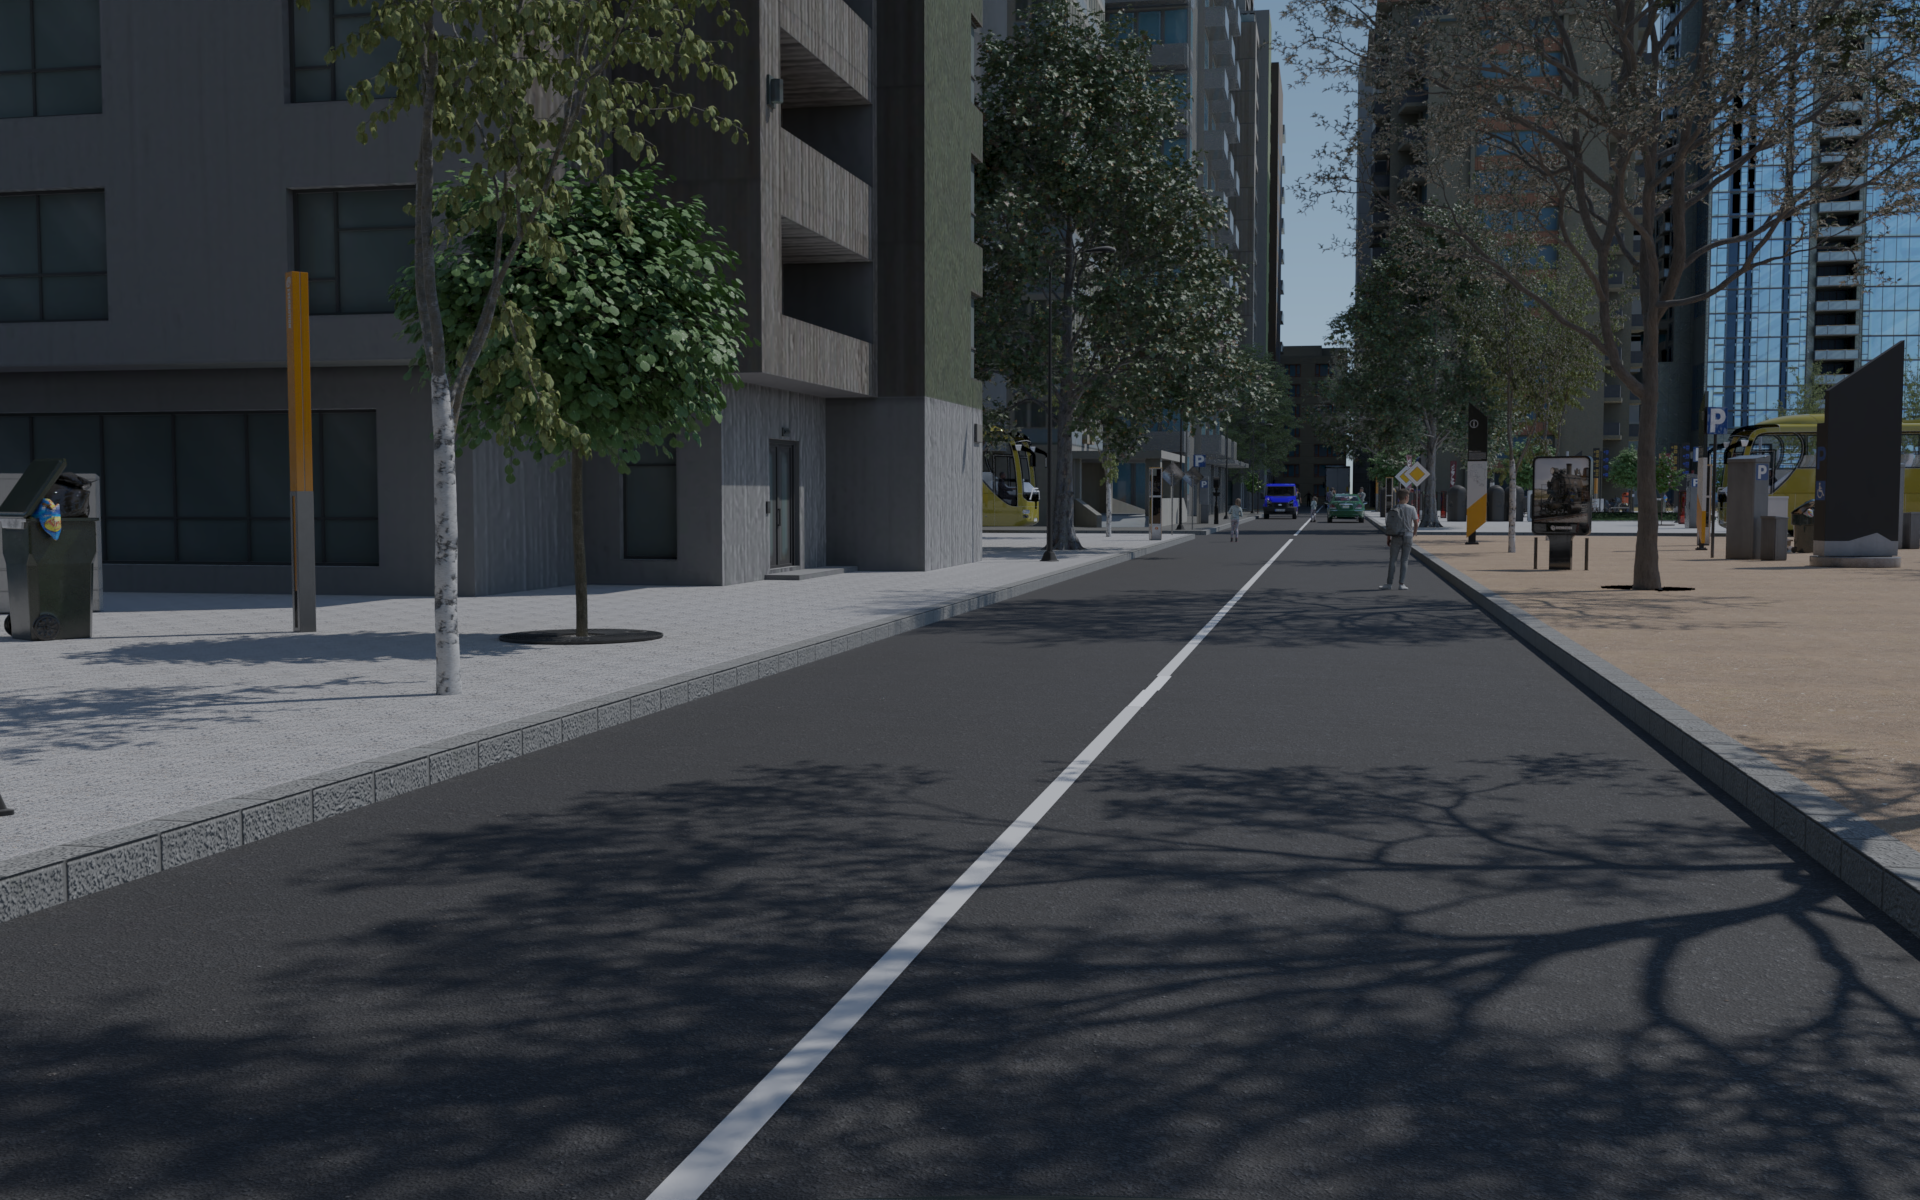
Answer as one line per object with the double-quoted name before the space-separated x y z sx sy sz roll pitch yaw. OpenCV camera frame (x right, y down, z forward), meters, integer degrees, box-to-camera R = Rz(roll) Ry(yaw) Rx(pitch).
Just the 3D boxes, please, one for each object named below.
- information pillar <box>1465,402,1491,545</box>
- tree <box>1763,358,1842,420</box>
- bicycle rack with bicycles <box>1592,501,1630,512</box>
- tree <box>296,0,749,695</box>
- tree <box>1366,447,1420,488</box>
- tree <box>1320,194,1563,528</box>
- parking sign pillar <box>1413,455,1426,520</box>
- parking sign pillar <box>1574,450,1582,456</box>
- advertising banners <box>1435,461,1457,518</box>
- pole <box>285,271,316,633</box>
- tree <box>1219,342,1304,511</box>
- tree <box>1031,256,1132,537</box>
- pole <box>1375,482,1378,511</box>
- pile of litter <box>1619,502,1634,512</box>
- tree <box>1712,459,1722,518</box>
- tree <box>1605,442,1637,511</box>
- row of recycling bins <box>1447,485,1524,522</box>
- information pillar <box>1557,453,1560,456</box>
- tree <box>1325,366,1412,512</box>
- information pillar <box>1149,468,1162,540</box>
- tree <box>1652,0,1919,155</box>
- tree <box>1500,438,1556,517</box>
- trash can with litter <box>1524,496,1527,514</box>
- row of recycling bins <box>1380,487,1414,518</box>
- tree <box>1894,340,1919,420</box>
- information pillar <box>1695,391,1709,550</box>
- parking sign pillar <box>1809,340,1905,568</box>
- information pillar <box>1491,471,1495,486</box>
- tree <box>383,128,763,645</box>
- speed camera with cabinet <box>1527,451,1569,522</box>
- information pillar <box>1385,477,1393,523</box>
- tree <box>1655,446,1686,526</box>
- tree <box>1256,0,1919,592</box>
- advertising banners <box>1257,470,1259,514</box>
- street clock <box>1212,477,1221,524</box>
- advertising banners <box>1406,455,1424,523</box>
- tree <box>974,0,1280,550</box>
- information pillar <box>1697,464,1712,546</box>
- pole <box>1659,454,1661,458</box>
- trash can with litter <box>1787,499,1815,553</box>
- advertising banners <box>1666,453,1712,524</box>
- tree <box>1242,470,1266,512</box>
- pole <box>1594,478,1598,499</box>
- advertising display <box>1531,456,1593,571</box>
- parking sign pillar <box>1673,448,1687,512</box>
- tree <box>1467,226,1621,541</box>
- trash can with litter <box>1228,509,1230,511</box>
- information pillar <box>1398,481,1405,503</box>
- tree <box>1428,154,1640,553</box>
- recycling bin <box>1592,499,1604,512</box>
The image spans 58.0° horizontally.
"information pillar" 13.100 -3.215 43.918 0.504 3.616 0.183 1 4 19
"tree" 46.083 -8.821 94.584 4.737 8.622 4.395 0 3 0
"bicycle rack with bicycles" 32.323 -4.531 87.456 2.925 0.926 2.852 -3 4 -37
"tree" -3.044 -3.701 10.878 4.737 8.622 4.395 0 3 0
"tree" 25.172 -7.077 99.429 4.285 4.588 4.351 0 3 0
"tree" 18.082 -9.130 66.288 9.611 12.733 9.660 0 3 0
"parking sign pillar" 23.544 -6.079 87.869 1.447 3.967 1.447 -3 5 -43
"parking sign pillar" 37.604 -7.235 106.762 1.447 3.967 1.447 0 4 -6
"advertising banners" 25.625 -5.846 91.775 0.090 3.025 2.074 -1 4 -22
"pole" -6.100 -1.357 16.023 0.158 3.312 0.155 0 3 0
"tree" 22.108 -12.943 129.750 7.486 12.596 7.792 0 3 0
"tree" 4.226 -6.188 51.542 4.737 8.622 4.395 0 3 0
"pole" 31.099 -8.279 129.206 0.158 3.312 0.155 0 3 0
"pile of litter" 34.927 -4.693 90.698 1.176 0.858 1.719 -2 4 -29
"tree" 41.365 -6.118 94.639 1.663 3.219 1.824 0 3 0
"tree" 42.717 -7.719 109.921 4.285 4.588 4.351 0 3 0
"row of recycling bins" 24.449 -4.488 80.497 3.534 1.692 1.069 0 4 -4
"information pillar" 33.982 -6.568 98.734 0.183 3.616 0.504 -1 4 -13
"tree" 29.897 -12.088 123.394 9.928 11.665 9.643 0 3 0
"information pillar" 5.422 -2.663 48.037 0.304 2.012 0.304 0 4 -7
"tree" 5.193 -4.451 7.179 8.767 10.594 7.601 3 5 43
"tree" 31.658 -6.897 96.483 4.285 4.588 4.351 0 3 0
"trash can with litter" 38.506 -6.305 114.146 1.678 1.210 2.233 0 4 2
"row of recycling bins" 24.383 -5.406 95.497 3.534 1.692 1.069 -3 5 -40
"tree" 45.360 -8.070 82.314 4.737 8.622 4.395 0 3 0
"information pillar" 16.966 -2.949 39.574 0.183 3.616 0.504 1 4 9
"parking sign pillar" 15.846 -2.574 30.554 1.447 3.967 1.447 0 4 1
"information pillar" 38.662 -8.223 125.804 0.183 3.616 0.504 -1 4 -11
"tree" -3.390 -1.936 15.366 4.285 4.588 4.351 0 3 0
"speed camera with cabinet" 27.391 -5.257 80.285 2.038 3.252 0.660 1 4 20
"information pillar" 18.743 -4.352 75.655 0.304 2.012 0.304 1 4 16
"tree" 28.602 -4.624 70.199 1.663 3.219 1.824 0 3 0
"tree" 9.051 -6.875 22.782 12.009 13.543 11.850 0 3 0
"advertising banners" 19.360 -7.111 112.454 0.090 3.025 2.074 1 4 8
"street clock" 10.877 -4.213 73.448 0.358 2.002 0.471 1 4 15
"advertising banners" 20.423 -4.964 77.357 0.090 3.025 2.074 3 5 44
"tree" 2.507 -7.501 39.645 9.611 12.733 9.660 0 3 0
"information pillar" 18.558 -2.366 43.172 0.304 2.012 0.304 2 4 26
"pole" 35.354 -5.722 87.397 0.158 3.312 0.155 0 3 0
"trash can with litter" 18.245 -1.621 37.883 0.624 1.170 1.055 -3 4 -36
"advertising banners" 30.826 -4.731 73.539 2.074 3.025 0.090 1 4 17
"tree" 21.173 -7.945 124.508 1.663 3.219 1.824 0 3 0
"pole" 42.485 -7.453 115.697 0.158 3.312 0.155 0 3 0
"advertising display" 10.171 -1.472 29.283 0.974 1.923 0.123 3 4 35
"parking sign pillar" 42.203 -6.911 101.464 1.447 3.967 1.447 1 4 10
"tree" 16.237 -5.956 47.744 4.737 8.622 4.395 0 3 0
"trash can with litter" 20.441 -7.587 135.101 1.678 1.210 2.233 -3 5 -40
"information pillar" 22.071 -5.017 86.516 0.304 2.012 0.304 0 4 -3
"tree" 12.274 -5.332 37.545 4.360 8.622 3.978 0 3 0
"recycling bin" 33.865 -4.892 92.532 0.722 1.027 0.722 -3 4 -36
